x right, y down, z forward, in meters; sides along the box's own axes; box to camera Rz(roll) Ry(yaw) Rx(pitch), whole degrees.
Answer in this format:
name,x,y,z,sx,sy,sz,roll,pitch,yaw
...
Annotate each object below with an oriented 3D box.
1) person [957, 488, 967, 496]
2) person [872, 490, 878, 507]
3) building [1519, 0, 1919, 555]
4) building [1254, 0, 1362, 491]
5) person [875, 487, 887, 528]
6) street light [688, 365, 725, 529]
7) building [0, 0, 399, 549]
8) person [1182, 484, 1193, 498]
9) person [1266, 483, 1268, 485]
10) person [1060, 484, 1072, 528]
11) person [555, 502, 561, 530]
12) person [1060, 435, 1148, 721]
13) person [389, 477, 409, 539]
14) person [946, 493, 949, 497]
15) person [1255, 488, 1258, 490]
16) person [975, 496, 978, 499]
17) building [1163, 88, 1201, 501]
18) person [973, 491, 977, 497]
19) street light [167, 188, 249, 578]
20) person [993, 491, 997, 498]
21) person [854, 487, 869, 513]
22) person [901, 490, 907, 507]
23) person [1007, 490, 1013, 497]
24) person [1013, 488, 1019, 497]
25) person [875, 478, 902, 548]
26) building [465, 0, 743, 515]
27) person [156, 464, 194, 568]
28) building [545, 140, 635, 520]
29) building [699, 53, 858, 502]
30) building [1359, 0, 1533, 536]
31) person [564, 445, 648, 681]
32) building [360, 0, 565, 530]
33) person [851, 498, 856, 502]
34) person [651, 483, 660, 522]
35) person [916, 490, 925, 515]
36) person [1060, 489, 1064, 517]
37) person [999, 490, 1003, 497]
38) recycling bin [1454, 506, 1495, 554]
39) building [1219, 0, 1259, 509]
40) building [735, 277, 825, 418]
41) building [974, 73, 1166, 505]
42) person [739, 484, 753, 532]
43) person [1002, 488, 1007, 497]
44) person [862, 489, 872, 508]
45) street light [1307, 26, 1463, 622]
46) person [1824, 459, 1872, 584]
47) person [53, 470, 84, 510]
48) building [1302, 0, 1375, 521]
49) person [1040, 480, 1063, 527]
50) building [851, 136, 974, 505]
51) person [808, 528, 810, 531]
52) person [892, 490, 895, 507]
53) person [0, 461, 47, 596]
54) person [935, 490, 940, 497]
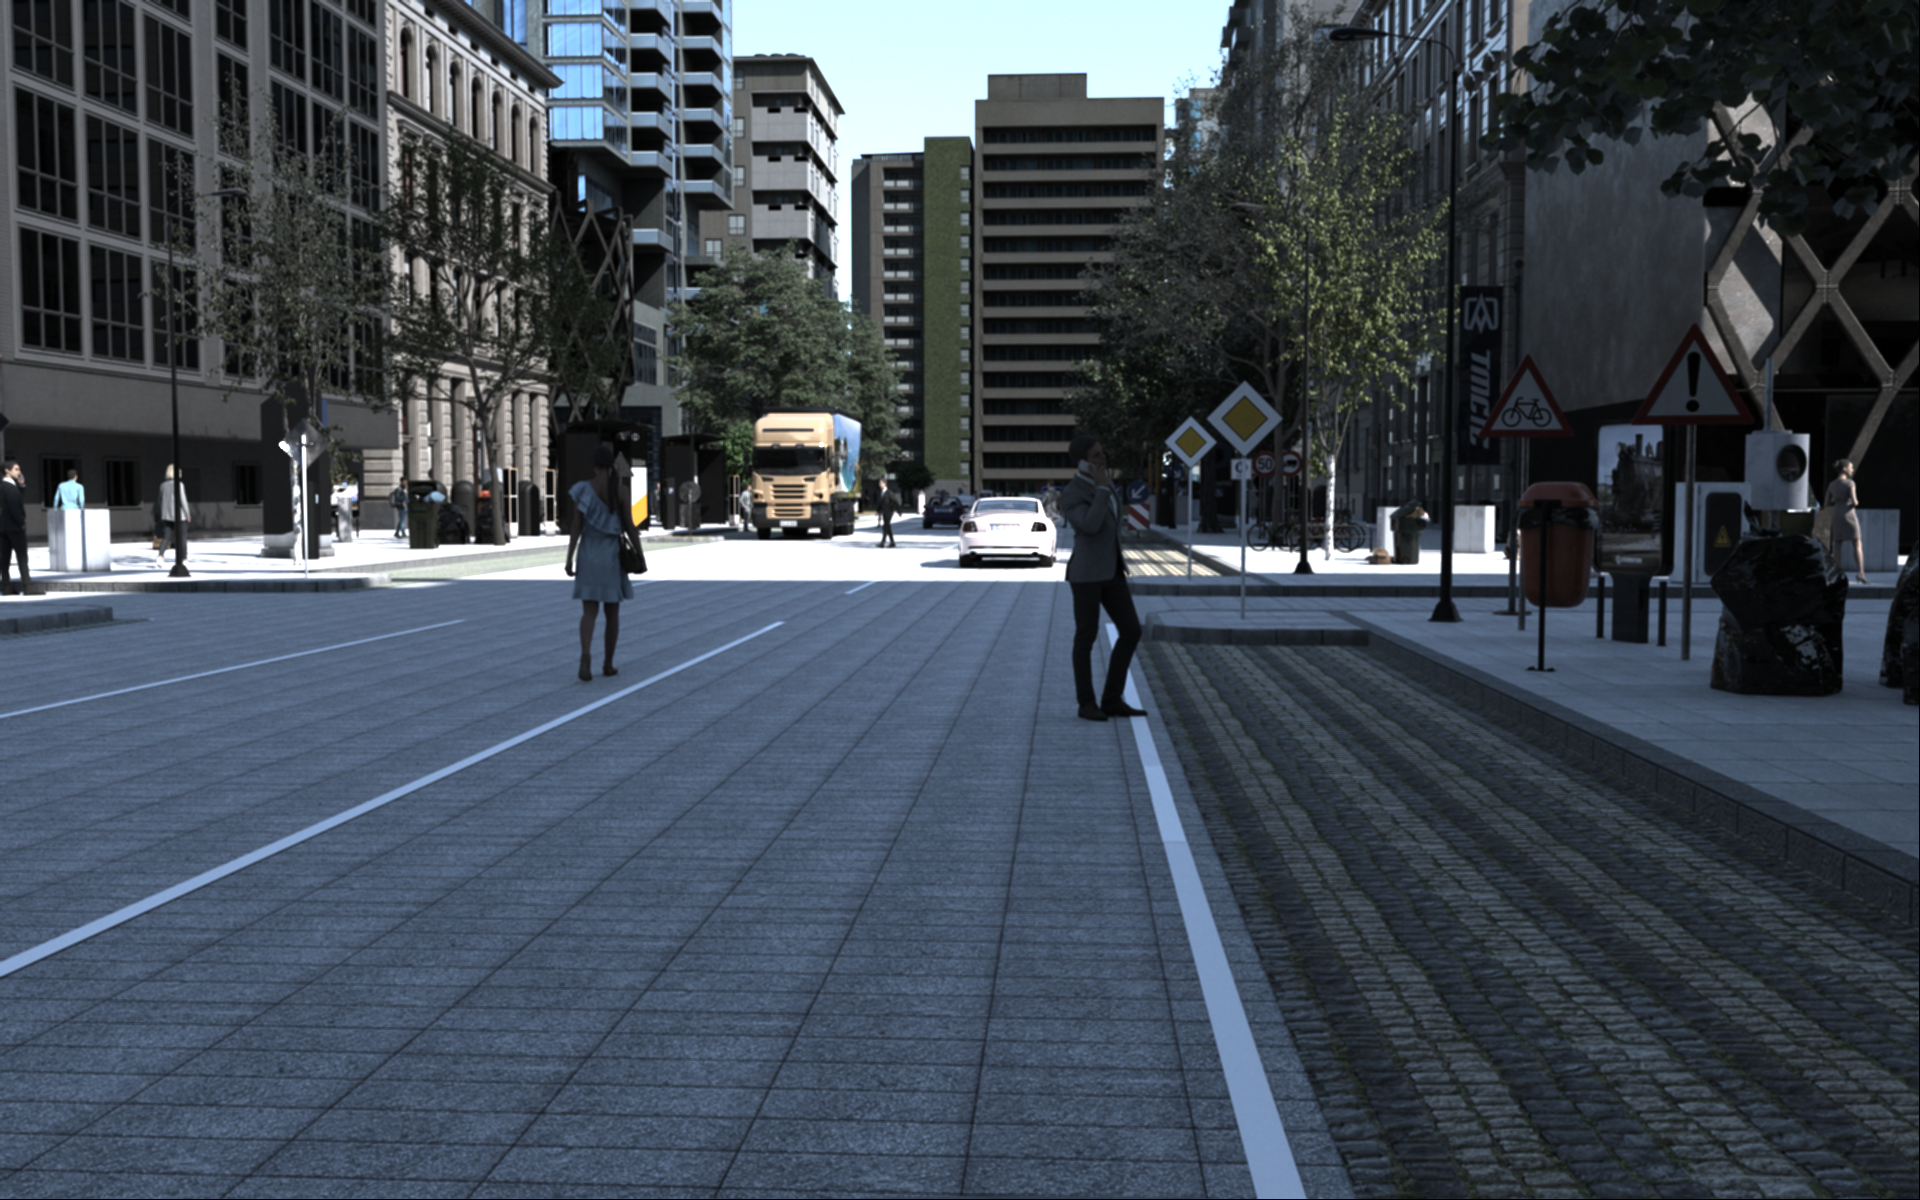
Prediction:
name,x,y,z,sx,sy,sz,roll,pitch,yaw
person,0.159,-5.544,99.403,0.793,1.790,0.793,-1,4,-19
person,-8.245,-9.890,168.665,0.530,1.710,0.541,-2,4,-34
building,24.103,-10.622,41.126,16.811,18.784,16.820,0,4,4
building,31.379,-35.379,120.442,21.231,58.520,28.212,0,4,4
person,-3.274,-3.921,72.944,0.374,1.781,0.599,-3,4,-38
street light,-9.176,-5.513,62.673,1.470,5.913,1.316,0,4,4
building,-26.789,-15.536,47.515,14.314,27.812,24.014,0,4,4
person,10.559,-4.543,80.591,0.520,1.790,0.573,0,4,3
person,14.548,-4.626,81.705,0.620,1.820,0.660,-2,4,-30
person,4.583,-3.970,73.270,0.748,1.841,0.638,-1,4,-16
person,-14.302,-3.103,61.028,0.590,1.304,0.306,-1,4,-22
person,0.910,-0.144,11.032,0.592,1.802,0.473,-3,4,-36
person,-15.984,-2.647,49.665,0.721,1.781,0.623,-1,4,-11
person,-0.605,-4.974,92.412,0.523,1.515,0.503,3,5,39
person,19.923,-6.710,116.683,0.436,1.711,0.756,-3,5,-40
person,0.889,-5.055,95.430,0.394,1.301,0.425,-1,4,-11
building,38.813,-35.665,202.736,30.456,49.044,23.786,0,4,4
person,1.335,-8.892,154.553,0.551,1.740,0.621,3,5,43
street light,-11.513,-3.302,26.521,1.470,5.913,1.316,0,4,4
person,3.387,-9.584,165.756,0.434,1.755,0.990,0,4,-8
person,-6.739,-6.800,117.360,1.348,1.807,0.705,3,5,43
person,-5.869,-10.561,178.729,0.705,1.822,1.348,-2,4,-24
person,3.949,-7.981,139.507,1.217,1.766,0.721,3,5,45
person,3.592,-6.363,112.550,0.705,1.821,1.348,-1,4,-20
person,-1.997,-2.304,45.948,0.755,1.850,0.659,-3,4,-37
building,-26.837,-49.166,116.532,22.319,86.520,31.000,0,4,4
person,-13.753,-1.463,30.150,0.709,1.800,0.728,1,4,21
building,-25.574,-13.538,88.795,16.820,18.784,16.811,0,4,4
building,-26.974,-37.919,209.217,27.495,52.752,28.713,0,4,4
building,22.769,-16.263,63.171,12.463,27.353,25.104,0,4,4
person,-2.743,-0.295,13.413,0.616,1.811,0.778,0,4,0
building,-24.211,-14.757,70.158,11.050,23.489,19.941,0,4,4
person,-8.683,-8.251,140.949,1.348,1.824,0.705,0,4,-1
person,-13.885,-4.495,79.643,0.694,1.812,0.767,0,4,7
person,-2.687,-6.768,119.825,0.621,1.740,0.551,3,4,38
person,6.504,-6.048,108.169,0.721,1.735,1.217,-3,5,-40
person,4.188,-10.032,172.397,0.599,1.838,0.709,0,4,6
recycling bin,11.135,-1.525,37.493,0.722,1.027,0.722,2,4,30
building,34.188,-32.447,150.115,23.786,49.044,30.456,0,4,4
building,-28.315,-19.056,156.609,28.899,21.520,27.650,0,4,4
building,12.767,-35.449,203.288,21.600,48.544,21.300,0,4,4
person,-8.111,-3.507,65.936,0.391,1.810,0.635,1,4,19
person,2.761,-5.851,104.174,0.705,1.822,1.348,-1,4,-9
person,-8.791,-9.510,162.214,1.217,1.739,0.721,-1,4,-23
street light,4.367,-2.741,17.360,1.470,5.913,1.316,0,4,4
person,12.759,-1.131,24.882,0.374,1.781,0.599,-2,4,-24
person,-19.745,-1.975,38.351,0.660,1.820,0.620,-1,4,-11
building,25.598,-18.361,87.596,14.401,28.519,23.554,0,4,4
person,2.346,-2.251,45.427,0.709,1.813,0.853,-2,4,-33
building,-5.266,-31.653,201.128,14.086,41.232,14.154,0,4,4
person,-5.896,-3.288,66.924,0.362,1.253,0.373,1,4,11
person,-6.821,-10.270,174.680,0.721,1.743,1.217,-1,4,-20
person,-13.343,-1.018,24.512,0.648,1.900,0.474,2,4,33
person,-2.311,-10.394,176.649,0.551,1.740,0.621,1,4,9
